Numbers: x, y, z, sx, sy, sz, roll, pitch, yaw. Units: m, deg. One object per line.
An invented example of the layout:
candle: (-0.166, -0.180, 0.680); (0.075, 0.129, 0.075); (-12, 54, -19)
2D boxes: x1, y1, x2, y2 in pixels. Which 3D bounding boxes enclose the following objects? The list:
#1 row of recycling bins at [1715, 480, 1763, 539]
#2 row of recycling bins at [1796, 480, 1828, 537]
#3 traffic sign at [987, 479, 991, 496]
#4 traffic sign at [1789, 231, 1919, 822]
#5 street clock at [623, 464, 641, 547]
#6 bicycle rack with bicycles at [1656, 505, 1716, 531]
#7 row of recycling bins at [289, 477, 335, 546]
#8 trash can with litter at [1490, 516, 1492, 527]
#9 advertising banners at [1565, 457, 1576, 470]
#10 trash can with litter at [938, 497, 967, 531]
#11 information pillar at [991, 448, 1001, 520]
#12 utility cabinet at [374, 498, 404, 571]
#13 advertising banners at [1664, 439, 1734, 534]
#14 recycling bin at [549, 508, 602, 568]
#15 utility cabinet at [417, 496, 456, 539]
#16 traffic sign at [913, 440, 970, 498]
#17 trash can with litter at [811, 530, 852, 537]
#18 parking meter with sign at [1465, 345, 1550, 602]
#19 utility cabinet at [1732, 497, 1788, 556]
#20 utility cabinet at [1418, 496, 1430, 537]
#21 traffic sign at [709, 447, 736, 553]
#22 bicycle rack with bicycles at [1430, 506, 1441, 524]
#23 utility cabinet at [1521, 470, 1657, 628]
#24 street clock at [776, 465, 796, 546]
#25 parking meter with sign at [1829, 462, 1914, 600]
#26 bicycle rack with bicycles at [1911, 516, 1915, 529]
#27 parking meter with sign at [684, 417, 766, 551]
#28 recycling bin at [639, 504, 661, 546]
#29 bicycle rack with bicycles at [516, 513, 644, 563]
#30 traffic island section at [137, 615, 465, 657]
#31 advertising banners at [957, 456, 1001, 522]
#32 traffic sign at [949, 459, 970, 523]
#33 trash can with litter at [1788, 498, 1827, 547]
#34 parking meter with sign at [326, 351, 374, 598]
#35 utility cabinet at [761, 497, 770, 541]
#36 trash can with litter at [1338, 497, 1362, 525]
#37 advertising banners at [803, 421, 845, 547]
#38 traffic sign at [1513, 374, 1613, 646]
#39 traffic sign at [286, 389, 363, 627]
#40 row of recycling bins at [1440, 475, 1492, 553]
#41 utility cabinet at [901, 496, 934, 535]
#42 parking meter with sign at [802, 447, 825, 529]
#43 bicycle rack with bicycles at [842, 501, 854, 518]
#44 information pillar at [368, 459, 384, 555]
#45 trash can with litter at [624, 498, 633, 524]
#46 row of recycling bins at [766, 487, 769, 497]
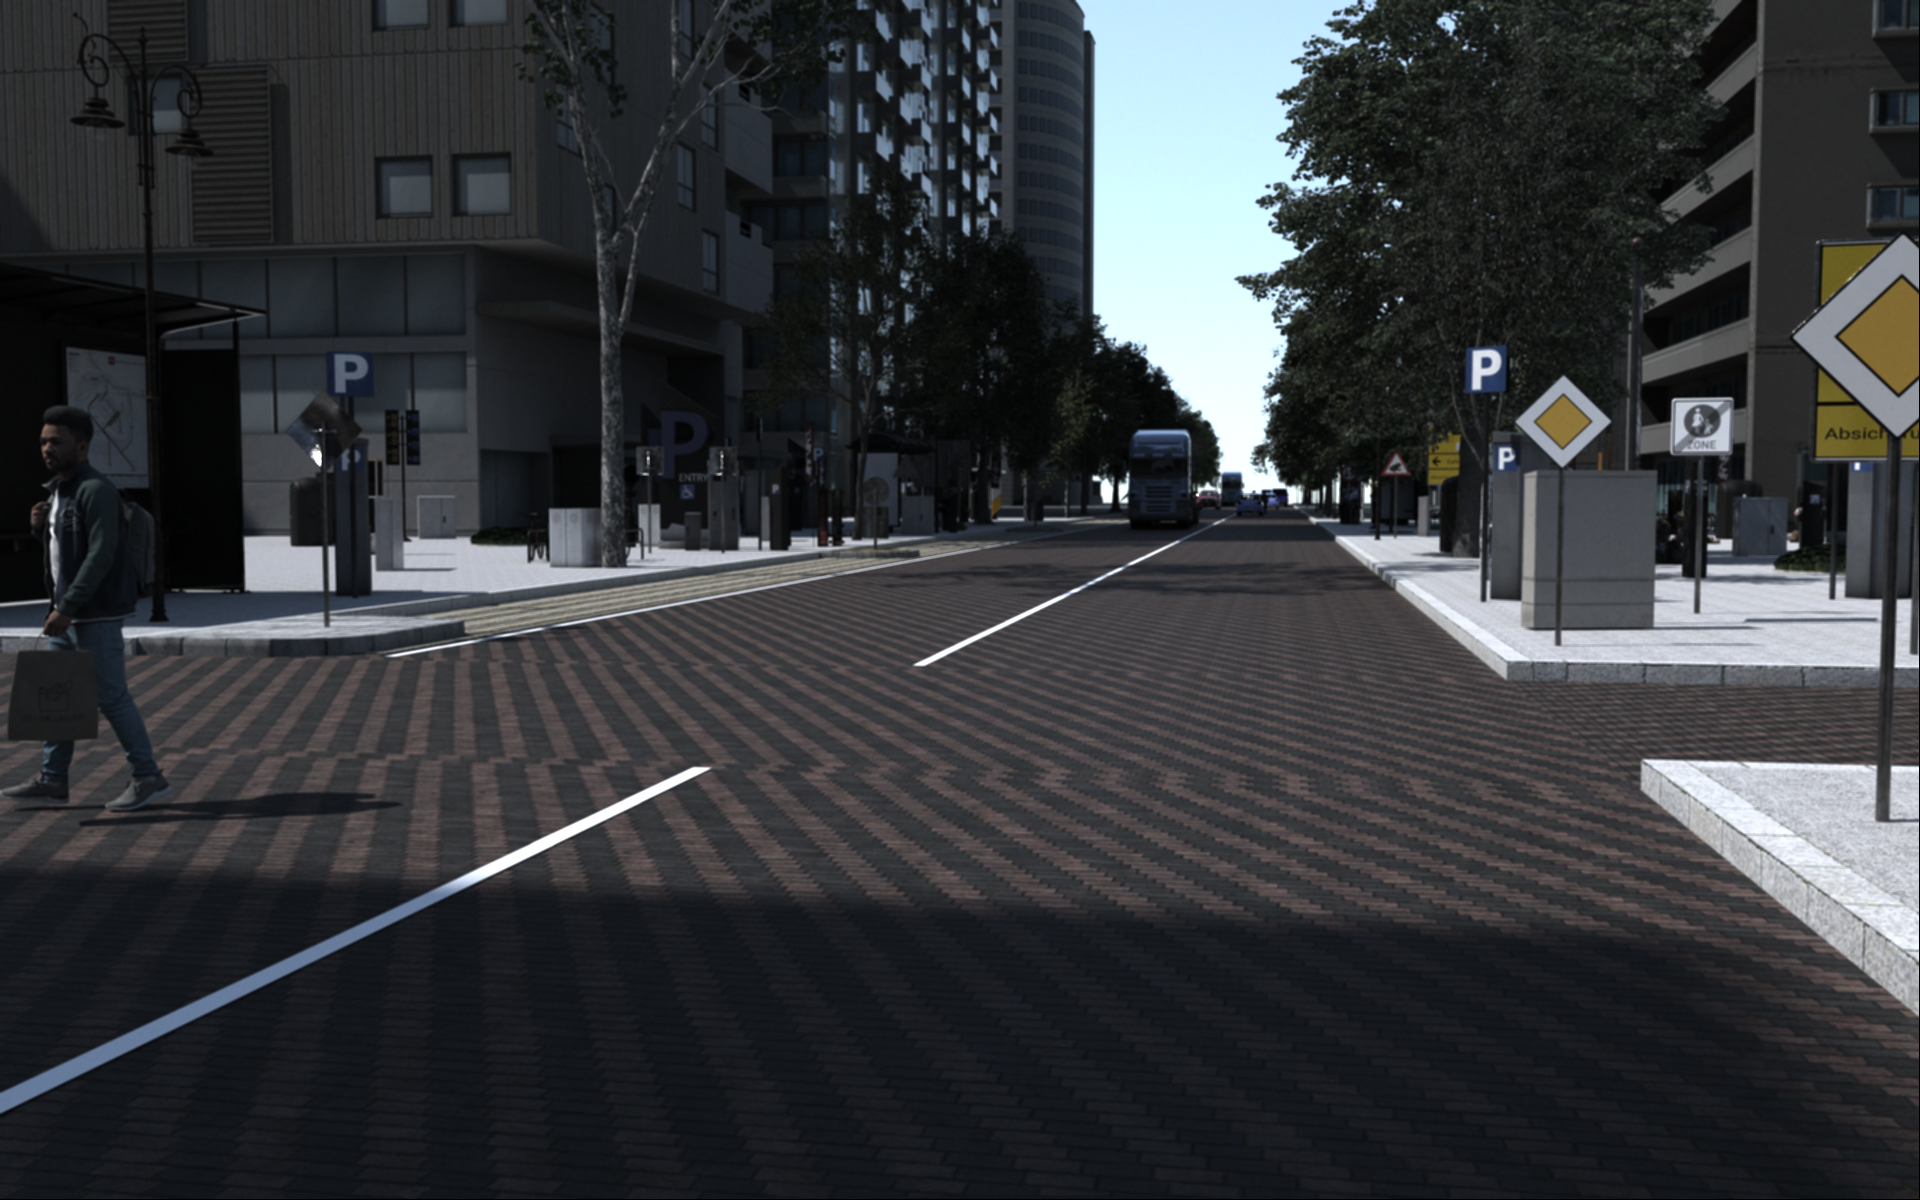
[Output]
row of recycling bins: (22.752, -2.662, 50.643); (1.069, 1.692, 3.534); (2, 4, 32)
row of recycling bins: (26.347, -2.825, 53.302); (1.069, 1.692, 3.534); (1, 4, 20)
traffic sign: (1.377, -5.368, 87.865); (0.768, 2.556, 0.104); (1, 4, 13)
traffic sign: (3.613, -0.189, 6.725); (0.795, 2.450, 0.064); (1, 4, 10)
street clock: (-7.964, -2.279, 41.834); (0.471, 2.002, 0.358); (-3, 4, -36)
bicycle rack with bicycles: (24.410, -2.788, 58.959); (2.852, 0.926, 2.925); (-2, 4, -28)
row of recycling bins: (-16.423, -2.260, 44.062); (1.069, 1.692, 3.534); (-1, 4, -16)
trash can with litter: (7.758, -0.809, 24.615); (0.624, 1.170, 1.055); (0, 4, 7)
advertising banners: (18.759, -3.599, 55.027); (0.090, 3.025, 2.074); (-2, 4, -30)
trash can with litter: (-0.267, -3.011, 60.613); (0.624, 1.170, 1.055); (3, 5, 42)
information pillar: (1.806, -5.831, 86.688); (0.504, 3.616, 0.183); (-1, 4, -12)
utility cabinet: (-9.643, -1.106, 29.247); (0.306, 1.237, 1.020); (0, 4, -8)
advertising banners: (23.543, -3.607, 55.161); (2.074, 3.025, 0.090); (0, 4, 5)
recycling bin: (-6.748, -1.100, 30.534); (0.722, 1.027, 0.722); (1, 4, 19)
utility cabinet: (-15.014, -2.358, 49.714); (1.020, 1.237, 0.306); (-2, 4, -24)
traffic sign: (-0.719, -4.373, 65.376); (2.265, 3.308, 0.079); (1, 4, 18)
trash can with litter: (-3.706, -2.549, 52.733); (1.678, 1.210, 2.233); (-1, 4, -9)
parking meter with sign: (6.860, -1.518, 21.084); (1.738, 3.016, 0.543); (-3, 5, -41)
utility cabinet: (16.559, -1.509, 35.842); (1.020, 1.237, 0.306); (0, 4, -1)
utility cabinet: (14.050, -2.526, 52.462); (0.306, 1.237, 1.020); (1, 4, 19)
traffic sign: (-5.143, -2.167, 37.567); (0.606, 2.300, 0.079); (1, 4, 11)
bicycle rack with bicycles: (21.393, -3.740, 74.530); (2.925, 0.926, 2.852); (1, 4, 23)
utility cabinet: (5.959, -0.474, 16.432); (1.173, 1.500, 0.318); (0, 4, -5)
street clock: (-4.296, -2.334, 42.737); (0.471, 2.002, 0.358); (-2, 4, -32)
parking meter with sign: (11.363, -1.532, 21.317); (1.738, 3.016, 0.543); (-2, 4, -24)
bicycle rack with bicycles: (29.040, -2.379, 52.271); (2.852, 0.926, 2.925); (-2, 4, -24)
parking meter with sign: (-5.376, -2.634, 39.319); (1.738, 3.016, 0.543); (0, 4, -2)
recycling bin: (-7.450, -1.851, 42.817); (0.722, 1.027, 0.722); (2, 4, 26)
bicycle rack with bicycles: (-7.277, -1.200, 32.999); (2.852, 0.926, 2.925); (0, 4, 2)
traffic island section: (-6.126, 0.341, 16.706); (2.009, 0.180, 2.903); (1, 4, 10)
advertising banners: (0.900, -5.085, 79.323); (2.074, 3.025, 0.090); (0, 4, -5)
traffic sign: (-0.028, -3.795, 62.149); (0.768, 2.556, 0.104); (1, 4, 11)
trash can with litter: (19.845, -1.785, 40.572); (0.624, 1.170, 1.055); (1, 4, 22)
parking meter with sign: (-7.720, -1.576, 22.030); (0.543, 3.016, 1.738); (-1, 4, -19)
utility cabinet: (-5.238, -2.217, 47.406); (0.306, 1.237, 1.020); (0, 4, 2)
trash can with litter: (16.493, -3.774, 73.093); (0.624, 1.170, 1.055); (-3, 4, -39)
advertising banners: (-3.339, -2.822, 42.321); (0.090, 3.025, 2.074); (2, 4, 24)
traffic sign: (5.054, -0.669, 14.580); (0.795, 2.450, 0.064); (1, 4, 10)
traffic sign: (-6.101, -0.795, 16.640); (0.795, 2.450, 0.064); (1, 4, 10)
row of recycling bins: (11.961, -1.962, 39.196); (3.534, 1.692, 1.069); (-3, 5, -44)
utility cabinet: (-1.334, -2.652, 54.518); (1.020, 1.237, 0.306); (1, 4, 22)
parking meter with sign: (-5.605, -4.199, 64.917); (0.543, 3.016, 1.738); (-2, 4, -24)
bicycle rack with bicycles: (-5.168, -4.752, 91.070); (2.925, 0.926, 2.852); (-3, 5, -42)
information pillar: (-12.412, -1.969, 36.690); (0.304, 2.012, 0.304); (0, 4, 8)
trash can with litter: (-10.111, -2.393, 50.519); (1.055, 1.170, 0.624); (-3, 5, -44)
row of recycling bins: (-11.164, -5.221, 92.483); (1.069, 1.692, 3.534); (1, 4, 20)
